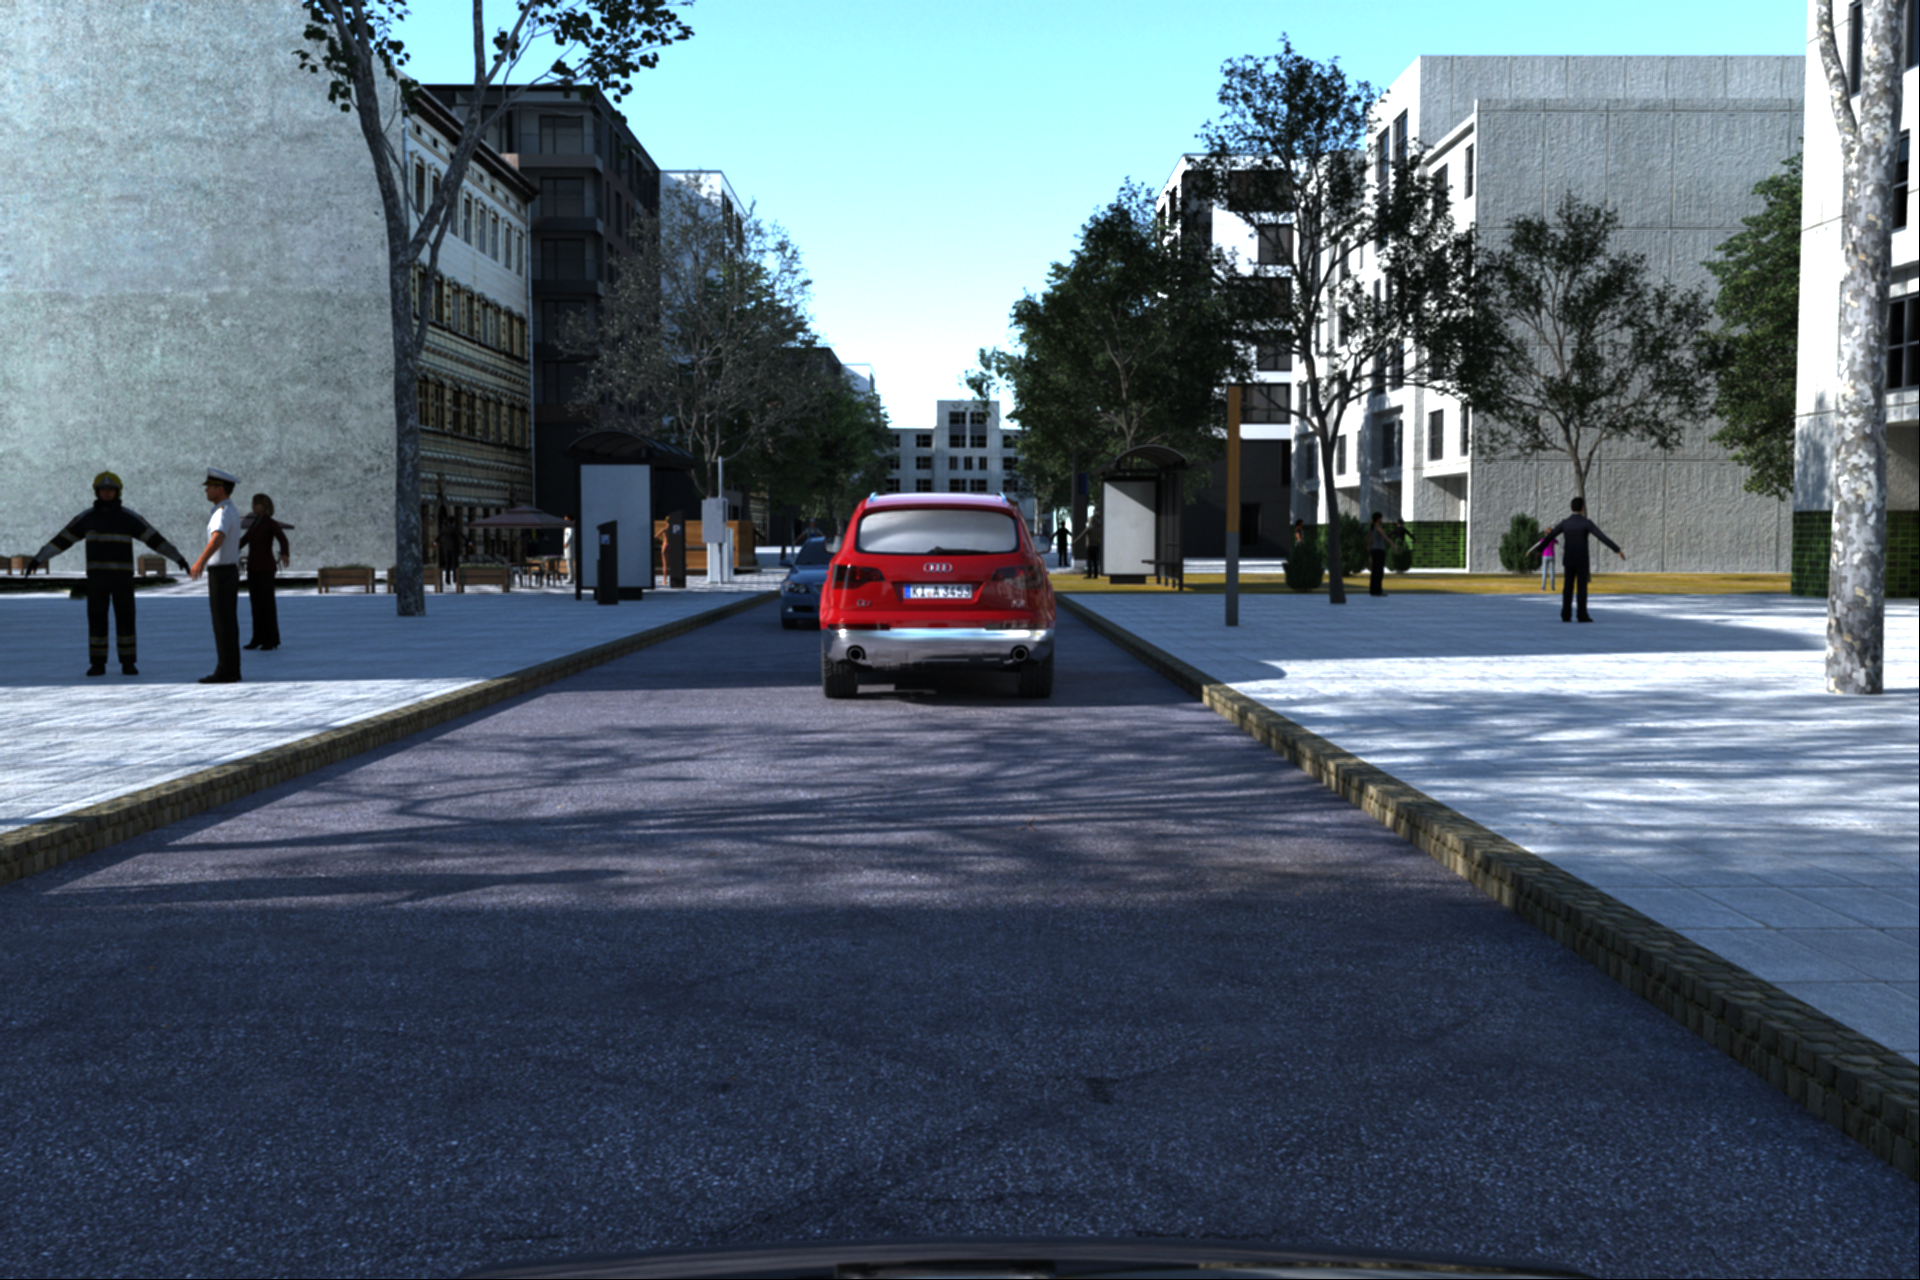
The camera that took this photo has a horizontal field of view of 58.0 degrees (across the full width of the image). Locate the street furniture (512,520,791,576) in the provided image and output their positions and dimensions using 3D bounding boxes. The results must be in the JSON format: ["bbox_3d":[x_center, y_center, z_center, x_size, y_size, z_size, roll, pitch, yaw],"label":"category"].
[{"bbox_3d":[-10.457,-3.110,57.700,11.010,1.723,9.812,0,4,8],"label":"street furniture"}]

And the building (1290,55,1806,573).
[{"bbox_3d":[25.323,-12.617,72.742,16.747,18.905,31.486,0,3,0],"label":"building"}]

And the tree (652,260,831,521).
[{"bbox_3d":[-9.354,-9.419,72.125,7.486,12.596,7.792,0,3,0],"label":"tree"}]

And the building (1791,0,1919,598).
[{"bbox_3d":[25.746,-9.384,19.889,16.747,18.905,31.486,0,3,0],"label":"building"}]

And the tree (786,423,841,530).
[{"bbox_3d":[-8.748,-9.246,101.539,4.737,8.622,4.395,0,3,0],"label":"tree"}]

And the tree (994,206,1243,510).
[{"bbox_3d":[6.390,-9.844,67.607,9.857,13.997,8.962,0,3,0],"label":"tree"}]

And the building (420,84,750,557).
[{"bbox_3d":[-27.292,-15.370,95.280,27.936,21.610,32.646,0,4,-1],"label":"building"}]

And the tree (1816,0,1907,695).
[{"bbox_3d":[8.655,-9.609,12.997,12.611,20.169,13.585,0,3,0],"label":"tree"}]

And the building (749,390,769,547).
[{"bbox_3d":[-29.809,-21.087,175.699,19.493,23.208,18.063,0,4,0],"label":"building"}]

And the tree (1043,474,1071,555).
[{"bbox_3d":[5.967,-9.401,104.069,4.360,8.622,3.978,0,3,0],"label":"tree"}]

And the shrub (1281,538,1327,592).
[{"bbox_3d":[7.605,-1.661,38.266,1.383,1.207,1.383,0,3,0],"label":"shrub"}]

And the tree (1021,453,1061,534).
[{"bbox_3d":[5.571,-10.601,123.687,4.360,8.622,3.978,0,3,0],"label":"tree"}]

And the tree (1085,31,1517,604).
[{"bbox_3d":[6.825,-5.970,32.017,8.767,10.594,7.601,-2,4,-32],"label":"tree"}]

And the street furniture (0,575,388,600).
[{"bbox_3d":[-29.097,-2.224,41.388,27.439,1.986,14.083,1,4,9],"label":"street furniture"}]

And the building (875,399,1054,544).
[{"bbox_3d":[-4.537,-22.337,234.129,31.486,18.905,16.747,-1,4,-10],"label":"building"}]

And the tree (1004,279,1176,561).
[{"bbox_3d":[6.713,-10.784,82.981,9.857,13.997,8.962,0,3,0],"label":"tree"}]

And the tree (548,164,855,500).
[{"bbox_3d":[-8.624,-9.071,58.677,12.009,13.543,11.850,0,3,0],"label":"tree"}]

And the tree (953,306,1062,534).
[{"bbox_3d":[5.736,-17.348,139.531,12.611,20.169,13.585,0,3,0],"label":"tree"}]

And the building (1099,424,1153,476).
[{"bbox_3d":[24.296,-21.172,177.090,19.493,23.208,18.063,0,3,0],"label":"building"}]

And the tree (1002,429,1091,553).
[{"bbox_3d":[6.332,-11.123,116.270,7.601,10.594,8.767,0,4,-6],"label":"tree"}]

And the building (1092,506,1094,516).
[{"bbox_3d":[21.069,-15.956,203.032,9.099,9.664,28.070,0,4,0],"label":"building"}]

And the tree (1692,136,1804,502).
[{"bbox_3d":[26.371,-8.795,50.457,9.857,13.997,8.962,0,3,0],"label":"tree"}]

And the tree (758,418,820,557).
[{"bbox_3d":[-9.309,-8.890,95.706,4.737,8.622,4.395,0,3,0],"label":"tree"}]

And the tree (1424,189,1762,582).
[{"bbox_3d":[16.742,-6.834,46.156,8.767,10.594,7.601,1,4,10],"label":"tree"}]

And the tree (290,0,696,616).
[{"bbox_3d":[-7.484,-10.388,25.736,12.611,20.169,13.585,0,3,0],"label":"tree"}]

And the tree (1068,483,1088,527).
[{"bbox_3d":[6.120,-8.688,92.405,4.360,8.622,3.978,0,3,0],"label":"tree"}]

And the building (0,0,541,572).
[{"bbox_3d":[-28.036,-14.454,67.258,19.493,23.208,18.063,0,4,-1],"label":"building"}]

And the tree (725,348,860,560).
[{"bbox_3d":[-8.480,-9.271,85.996,7.601,10.594,8.767,-1,4,-15],"label":"tree"}]

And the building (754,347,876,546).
[{"bbox_3d":[-24.701,-22.113,205.520,27.936,21.610,32.646,0,3,0],"label":"building"}]

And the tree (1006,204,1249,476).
[{"bbox_3d":[4.725,-7.040,49.514,7.601,10.594,8.767,1,4,11],"label":"tree"}]

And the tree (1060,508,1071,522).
[{"bbox_3d":[15.286,-17.293,233.101,4.737,8.622,4.395,0,3,0],"label":"tree"}]

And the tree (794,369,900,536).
[{"bbox_3d":[-9.207,-13.796,132.228,9.857,13.997,8.962,0,3,0],"label":"tree"}]

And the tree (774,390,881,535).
[{"bbox_3d":[-8.843,-11.720,117.376,9.928,11.665,9.643,0,3,0],"label":"tree"}]

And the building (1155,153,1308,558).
[{"bbox_3d":[25.933,-16.245,109.575,27.936,21.610,32.646,0,3,0],"label":"building"}]
